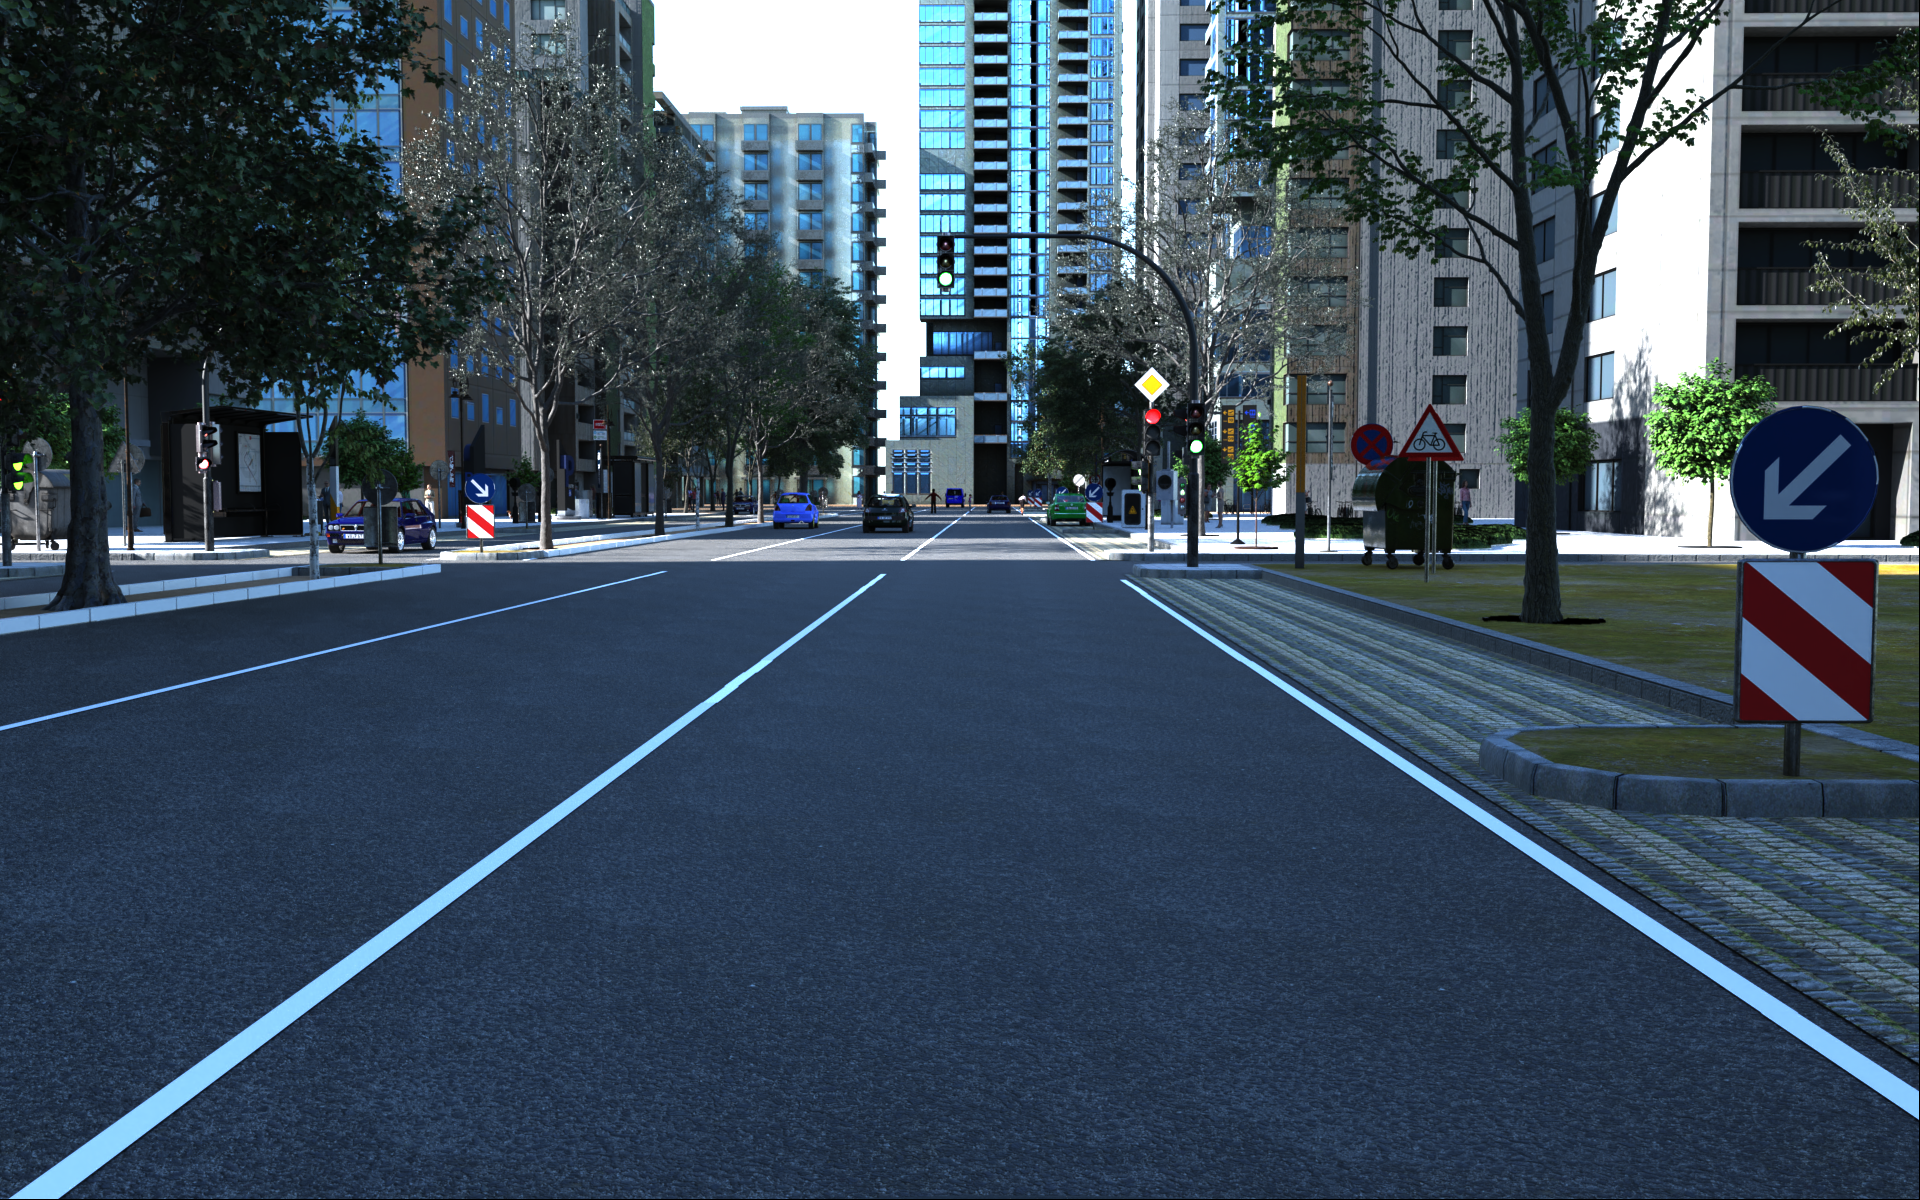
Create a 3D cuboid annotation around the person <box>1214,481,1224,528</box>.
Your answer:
[{"bbox_3d":[9.778,-3.606,65.345,0.374,1.781,0.599,1,4,16],"label":"person"}]

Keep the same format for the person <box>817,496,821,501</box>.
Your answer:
[{"bbox_3d":[-14.380,-10.111,177.038,0.599,1.433,0.991,-2,4,-24],"label":"person"}]

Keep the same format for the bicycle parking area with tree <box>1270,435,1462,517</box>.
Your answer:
[{"bbox_3d":[20.443,-5.910,83.625,8.231,4.147,9.016,2,4,27],"label":"bicycle parking area with tree"}]

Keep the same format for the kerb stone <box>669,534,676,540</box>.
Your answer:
[{"bbox_3d":[-9.121,-1.954,54.147,0.120,0.150,1.000,0,4,1],"label":"kerb stone"}]

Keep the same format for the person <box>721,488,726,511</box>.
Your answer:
[{"bbox_3d":[-18.143,-7.684,132.587,0.530,1.710,0.541,3,4,36],"label":"person"}]

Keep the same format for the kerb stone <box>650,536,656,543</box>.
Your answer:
[{"bbox_3d":[-9.186,-1.760,51.070,0.120,0.150,1.000,0,4,1],"label":"kerb stone"}]

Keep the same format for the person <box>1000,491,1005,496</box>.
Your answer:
[{"bbox_3d":[4.651,-10.938,188.051,1.217,1.735,0.721,-2,4,-33],"label":"person"}]

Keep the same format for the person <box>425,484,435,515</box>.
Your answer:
[{"bbox_3d":[-25.648,-4.718,83.732,0.519,1.759,0.362,0,4,-1],"label":"person"}]

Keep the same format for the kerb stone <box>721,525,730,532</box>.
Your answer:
[{"bbox_3d":[-8.904,-2.643,65.406,0.120,0.150,1.000,0,4,1],"label":"kerb stone"}]

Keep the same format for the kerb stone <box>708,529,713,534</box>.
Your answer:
[{"bbox_3d":[-8.986,-2.391,61.312,0.120,0.150,1.000,0,4,1],"label":"kerb stone"}]

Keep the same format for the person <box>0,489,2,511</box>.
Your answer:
[{"bbox_3d":[-26.661,-2.587,48.735,0.661,1.777,0.834,0,4,-2],"label":"person"}]

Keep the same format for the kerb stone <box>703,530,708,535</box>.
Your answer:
[{"bbox_3d":[-9.003,-2.325,60.290,0.120,0.150,1.000,0,4,1],"label":"kerb stone"}]

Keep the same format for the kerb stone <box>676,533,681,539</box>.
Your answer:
[{"bbox_3d":[-9.106,-2.011,55.170,0.120,0.150,1.000,0,4,1],"label":"kerb stone"}]

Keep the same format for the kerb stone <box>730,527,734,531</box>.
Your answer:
[{"bbox_3d":[-8.891,-2.706,66.434,0.120,0.150,1.000,0,4,1],"label":"kerb stone"}]

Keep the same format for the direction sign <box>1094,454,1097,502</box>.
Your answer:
[{"bbox_3d":[7.603,-6.422,97.005,0.379,3.537,0.876,0,4,-4],"label":"direction sign"}]

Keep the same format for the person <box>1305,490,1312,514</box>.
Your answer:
[{"bbox_3d":[15.462,-4.364,77.753,0.716,1.782,0.532,2,4,31],"label":"person"}]

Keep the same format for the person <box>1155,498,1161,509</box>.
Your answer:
[{"bbox_3d":[15.161,-7.475,131.489,0.991,1.433,0.599,1,4,13],"label":"person"}]

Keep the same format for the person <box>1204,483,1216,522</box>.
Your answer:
[{"bbox_3d":[11.198,-4.393,78.223,0.716,1.782,0.532,-2,4,-33],"label":"person"}]

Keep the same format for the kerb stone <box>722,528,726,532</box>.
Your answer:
[{"bbox_3d":[-8.932,-2.580,64.385,0.120,0.150,1.000,0,4,1],"label":"kerb stone"}]

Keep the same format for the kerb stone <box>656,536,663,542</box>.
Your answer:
[{"bbox_3d":[-9.161,-1.829,52.098,0.120,0.150,1.000,0,4,1],"label":"kerb stone"}]

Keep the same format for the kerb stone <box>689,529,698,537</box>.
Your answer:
[{"bbox_3d":[-9.047,-2.205,58.241,0.120,0.150,1.000,0,4,1],"label":"kerb stone"}]

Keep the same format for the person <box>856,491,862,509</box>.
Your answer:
[{"bbox_3d":[-9.368,-9.280,160.889,0.551,1.740,0.621,-3,5,-42],"label":"person"}]

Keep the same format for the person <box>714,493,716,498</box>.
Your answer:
[{"bbox_3d":[-23.511,-9.534,165.164,0.421,1.427,0.697,3,4,36],"label":"person"}]

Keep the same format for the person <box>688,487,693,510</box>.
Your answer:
[{"bbox_3d":[-21.644,-8.151,139.176,0.599,1.838,0.709,3,5,43],"label":"person"}]

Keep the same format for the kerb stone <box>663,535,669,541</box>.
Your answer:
[{"bbox_3d":[-9.150,-1.892,53.122,0.120,0.150,1.000,0,4,1],"label":"kerb stone"}]

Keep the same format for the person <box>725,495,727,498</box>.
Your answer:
[{"bbox_3d":[-23.470,-10.413,175.921,0.705,1.869,1.348,-3,4,-37],"label":"person"}]

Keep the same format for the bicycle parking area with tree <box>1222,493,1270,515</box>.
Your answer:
[{"bbox_3d":[20.890,-7.470,109.133,8.231,4.147,9.016,3,4,37],"label":"bicycle parking area with tree"}]

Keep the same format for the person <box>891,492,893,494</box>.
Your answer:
[{"bbox_3d":[-6.604,-9.688,168.371,0.415,1.643,0.593,-2,4,-23],"label":"person"}]

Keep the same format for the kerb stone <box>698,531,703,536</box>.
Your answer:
[{"bbox_3d":[-9.026,-2.265,59.267,0.120,0.150,1.000,0,4,1],"label":"kerb stone"}]

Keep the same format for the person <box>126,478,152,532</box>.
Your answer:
[{"bbox_3d":[-27.957,-3.222,58.845,0.853,1.813,0.709,-1,4,-22],"label":"person"}]

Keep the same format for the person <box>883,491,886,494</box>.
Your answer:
[{"bbox_3d":[-6.511,-8.574,149.629,0.756,1.711,0.436,-2,4,-24],"label":"person"}]

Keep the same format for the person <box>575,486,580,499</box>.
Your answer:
[{"bbox_3d":[-22.907,-5.911,103.087,0.834,1.777,0.661,0,4,0],"label":"person"}]

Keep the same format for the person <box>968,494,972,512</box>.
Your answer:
[{"bbox_3d":[0.760,-7.929,141.369,0.599,1.433,0.991,0,4,-6],"label":"person"}]

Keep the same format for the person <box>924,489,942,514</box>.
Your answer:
[{"bbox_3d":[-1.962,-7.299,127.796,1.348,1.831,0.705,-1,4,-13],"label":"person"}]

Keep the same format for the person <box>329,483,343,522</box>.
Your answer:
[{"bbox_3d":[-26.400,-4.062,73.123,0.598,1.740,0.731,0,4,-3],"label":"person"}]

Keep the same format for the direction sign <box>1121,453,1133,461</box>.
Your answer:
[{"bbox_3d":[8.613,-5.937,89.060,0.876,3.537,0.379,-3,5,-41],"label":"direction sign"}]

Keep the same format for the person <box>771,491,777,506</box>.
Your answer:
[{"bbox_3d":[-20.569,-11.254,193.324,1.217,1.723,0.721,1,4,12],"label":"person"}]

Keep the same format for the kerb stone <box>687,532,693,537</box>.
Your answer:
[{"bbox_3d":[-9.066,-2.139,57.219,0.120,0.150,1.000,0,4,1],"label":"kerb stone"}]

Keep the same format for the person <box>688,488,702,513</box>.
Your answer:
[{"bbox_3d":[-18.465,-6.957,120.514,1.217,1.743,0.721,-1,4,-22],"label":"person"}]

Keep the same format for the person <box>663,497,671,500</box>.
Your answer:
[{"bbox_3d":[-24.804,-8.476,144.757,1.348,1.807,0.705,-1,4,-23],"label":"person"}]

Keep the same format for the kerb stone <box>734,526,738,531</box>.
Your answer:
[{"bbox_3d":[-8.865,-2.762,67.457,0.120,0.150,1.000,0,4,1],"label":"kerb stone"}]

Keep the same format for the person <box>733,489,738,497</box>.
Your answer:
[{"bbox_3d":[-23.556,-10.793,182.647,1.348,1.807,0.705,-3,5,-45],"label":"person"}]

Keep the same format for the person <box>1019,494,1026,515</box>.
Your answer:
[{"bbox_3d":[4.320,-6.520,118.294,0.628,1.438,0.799,-1,4,-15],"label":"person"}]

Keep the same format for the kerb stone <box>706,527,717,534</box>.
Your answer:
[{"bbox_3d":[-8.967,-2.455,62.340,0.120,0.150,1.000,0,4,1],"label":"kerb stone"}]

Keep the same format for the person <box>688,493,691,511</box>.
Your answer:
[{"bbox_3d":[-20.137,-7.278,128.264,0.421,1.427,0.697,-1,4,-17],"label":"person"}]

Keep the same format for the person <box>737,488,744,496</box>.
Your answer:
[{"bbox_3d":[-17.754,-8.215,140.437,0.705,1.814,1.350,-3,5,-42],"label":"person"}]

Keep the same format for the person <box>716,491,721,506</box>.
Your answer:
[{"bbox_3d":[-26.100,-11.001,187.386,0.593,1.643,0.415,-1,4,-17],"label":"person"}]

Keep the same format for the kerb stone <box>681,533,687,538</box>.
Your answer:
[{"bbox_3d":[-9.085,-2.079,56.194,0.120,0.150,1.000,0,4,1],"label":"kerb stone"}]

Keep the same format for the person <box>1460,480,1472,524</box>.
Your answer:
[{"bbox_3d":[19.344,-3.685,66.295,0.555,1.821,0.388,-3,4,-38],"label":"person"}]

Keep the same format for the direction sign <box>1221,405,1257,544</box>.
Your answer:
[{"bbox_3d":[7.097,-3.189,44.133,0.876,3.537,0.379,0,4,8],"label":"direction sign"}]

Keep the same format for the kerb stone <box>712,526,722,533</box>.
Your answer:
[{"bbox_3d":[-8.945,-2.518,63.362,0.120,0.150,1.000,0,4,1],"label":"kerb stone"}]
